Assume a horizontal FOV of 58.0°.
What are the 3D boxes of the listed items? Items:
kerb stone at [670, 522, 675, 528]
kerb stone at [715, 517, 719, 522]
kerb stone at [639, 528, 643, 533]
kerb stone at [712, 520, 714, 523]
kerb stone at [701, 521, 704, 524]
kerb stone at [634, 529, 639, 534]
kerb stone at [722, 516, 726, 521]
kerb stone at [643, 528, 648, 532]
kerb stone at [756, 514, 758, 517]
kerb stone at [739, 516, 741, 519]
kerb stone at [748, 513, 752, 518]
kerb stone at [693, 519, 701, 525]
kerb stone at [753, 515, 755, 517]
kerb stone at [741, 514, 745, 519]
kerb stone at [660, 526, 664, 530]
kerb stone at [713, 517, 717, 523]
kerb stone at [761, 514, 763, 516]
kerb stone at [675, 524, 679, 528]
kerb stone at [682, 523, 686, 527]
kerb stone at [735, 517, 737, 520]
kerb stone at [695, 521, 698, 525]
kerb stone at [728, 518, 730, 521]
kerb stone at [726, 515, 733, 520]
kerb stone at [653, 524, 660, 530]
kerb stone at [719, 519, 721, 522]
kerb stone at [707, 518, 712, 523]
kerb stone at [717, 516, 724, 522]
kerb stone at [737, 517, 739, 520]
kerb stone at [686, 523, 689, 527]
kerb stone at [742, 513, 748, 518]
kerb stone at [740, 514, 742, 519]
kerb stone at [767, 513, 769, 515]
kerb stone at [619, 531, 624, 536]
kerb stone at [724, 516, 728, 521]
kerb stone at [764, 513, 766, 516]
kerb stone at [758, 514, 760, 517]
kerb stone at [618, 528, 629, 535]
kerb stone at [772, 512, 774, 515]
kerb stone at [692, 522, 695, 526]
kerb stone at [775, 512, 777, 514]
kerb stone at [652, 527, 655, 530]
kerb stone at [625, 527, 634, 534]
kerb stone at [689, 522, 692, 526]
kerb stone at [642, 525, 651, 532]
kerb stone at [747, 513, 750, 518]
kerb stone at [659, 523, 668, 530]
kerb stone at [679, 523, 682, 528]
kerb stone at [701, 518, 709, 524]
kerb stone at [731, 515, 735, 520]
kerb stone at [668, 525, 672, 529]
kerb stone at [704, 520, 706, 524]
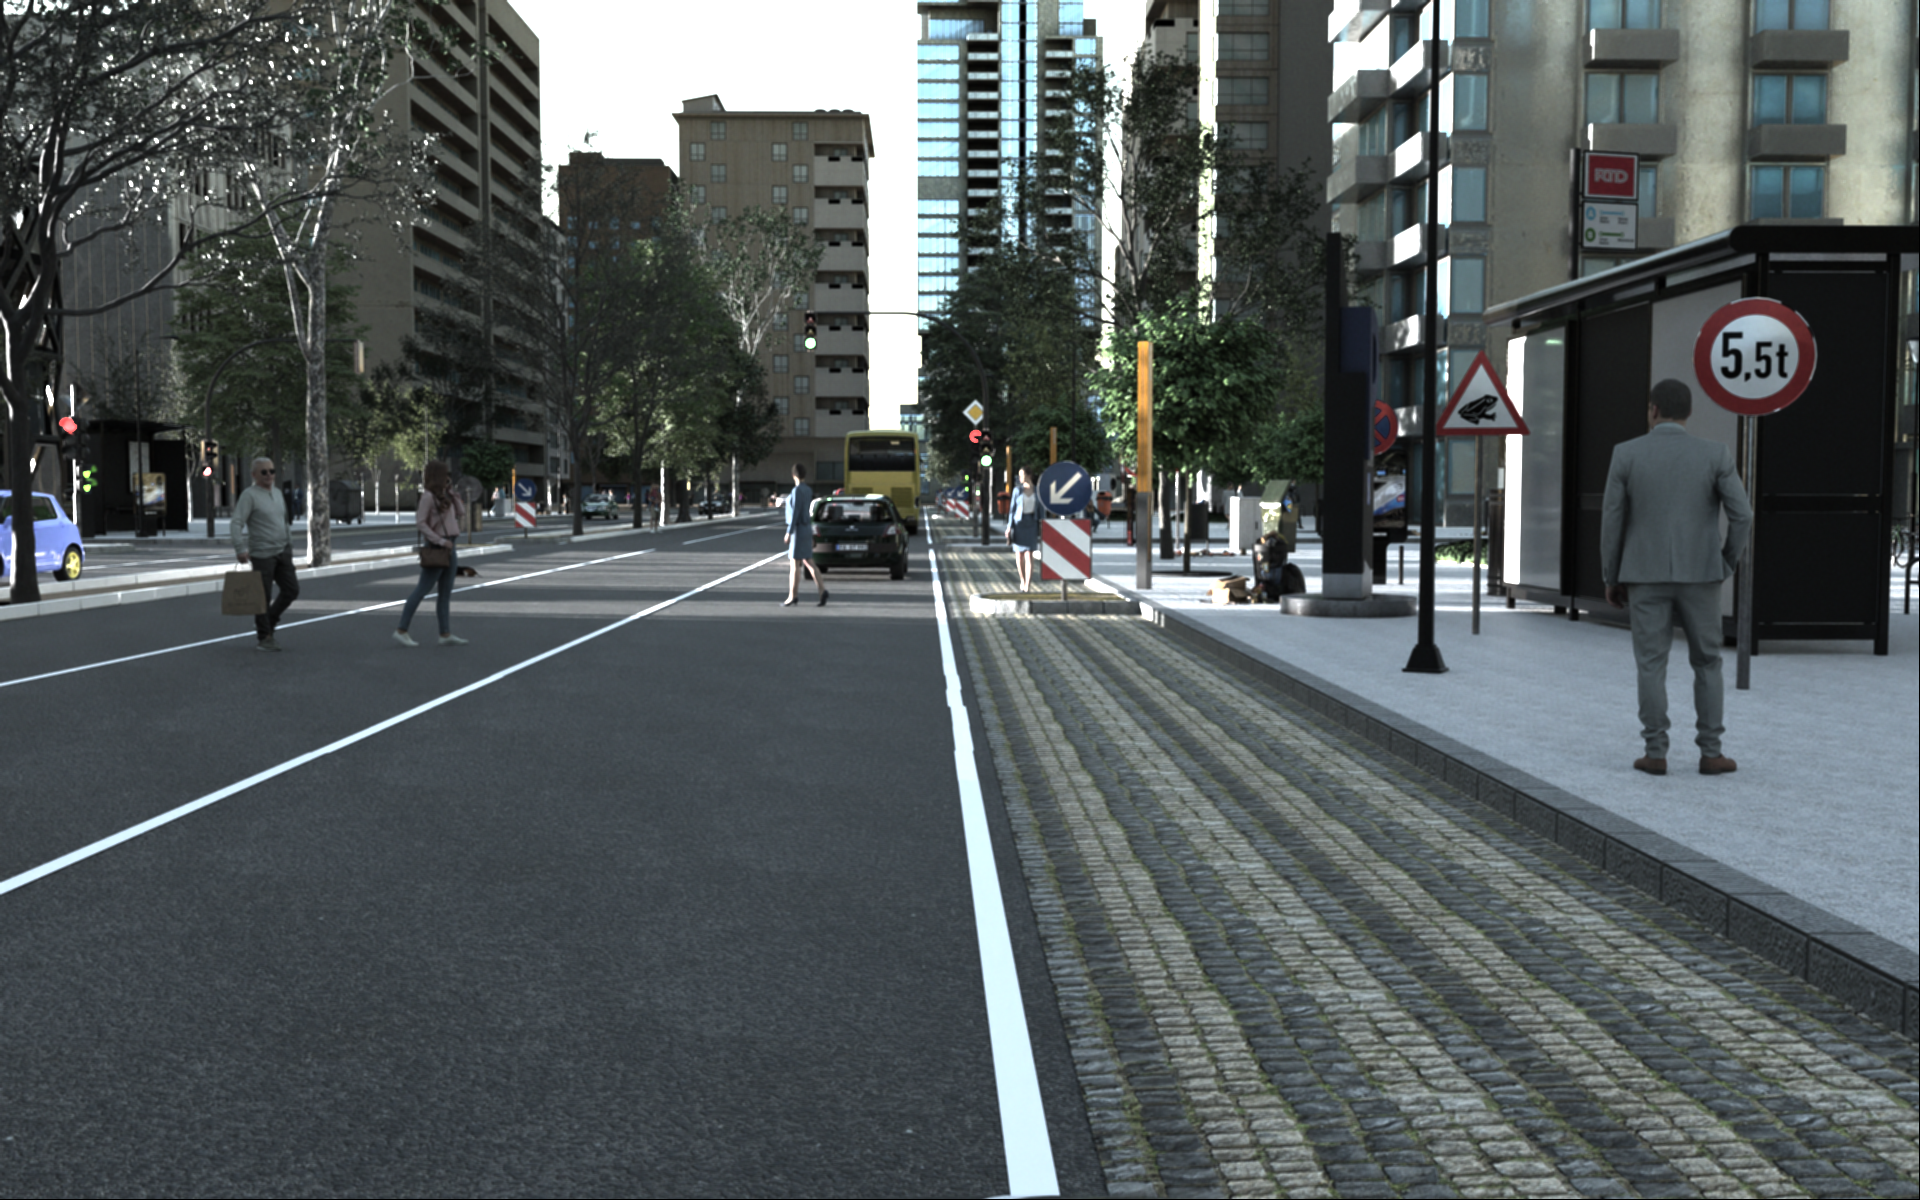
[{"bbox_3d":[-12.021,-3.024,71.690,0.120,0.150,1.000,0,4,-1],"label":"kerb stone"},{"bbox_3d":[-12.359,-3.966,87.050,0.120,0.150,1.000,0,4,-1],"label":"kerb stone"},{"bbox_3d":[-11.839,-2.525,63.478,0.120,0.150,1.000,0,4,-1],"label":"kerb stone"},{"bbox_3d":[-12.312,-3.838,85.004,0.120,0.150,1.000,0,4,-1],"label":"kerb stone"},{"bbox_3d":[-12.221,-3.591,80.911,0.120,0.150,1.000,0,4,-1],"label":"kerb stone"},{"bbox_3d":[-11.816,-2.461,62.453,0.120,0.150,1.000,0,4,-1],"label":"kerb stone"},{"bbox_3d":[-12.427,-4.153,90.117,0.120,0.150,1.000,0,4,-1],"label":"kerb stone"},{"bbox_3d":[-11.871,-2.582,64.502,0.120,0.150,1.000,0,4,-1],"label":"kerb stone"},{"bbox_3d":[-12.805,-5.219,107.558,0.120,0.150,1.000,0,4,-1],"label":"kerb stone"},{"bbox_3d":[-12.576,-4.593,97.293,0.120,0.150,1.000,0,4,-1],"label":"kerb stone"},{"bbox_3d":[-12.713,-4.968,103.454,0.120,0.150,1.000,0,4,-1],"label":"kerb stone"},{"bbox_3d":[-12.198,-3.528,79.889,0.120,0.150,1.000,0,4,-1],"label":"kerb stone"},{"bbox_3d":[-12.758,-5.087,105.508,0.120,0.150,1.000,0,4,-1],"label":"kerb stone"},{"bbox_3d":[-12.617,-4.716,99.354,0.120,0.150,1.000,0,4,-1],"label":"kerb stone"},{"bbox_3d":[-11.957,-2.839,68.611,0.120,0.150,1.000,0,4,-1],"label":"kerb stone"},{"bbox_3d":[-12.327,-3.904,86.026,0.120,0.150,1.000,0,4,-1],"label":"kerb stone"},{"bbox_3d":[-12.870,-5.409,110.624,0.120,0.150,1.000,0,4,-1],"label":"kerb stone"},{"bbox_3d":[-12.047,-3.090,72.712,0.120,0.150,1.000,0,4,-1],"label":"kerb stone"},{"bbox_3d":[-12.081,-3.215,74.767,0.120,0.150,1.000,0,4,-1],"label":"kerb stone"},{"bbox_3d":[-12.537,-4.466,95.238,0.120,0.150,1.000,0,4,-1],"label":"kerb stone"},{"bbox_3d":[-12.176,-3.465,78.863,0.120,0.150,1.000,0,4,-1],"label":"kerb stone"},{"bbox_3d":[-12.464,-4.280,92.170,0.120,0.150,1.000,0,4,-1],"label":"kerb stone"},{"bbox_3d":[-12.492,-4.342,93.192,0.120,0.150,1.000,0,4,-1],"label":"kerb stone"},{"bbox_3d":[-11.935,-2.771,67.581,0.120,0.150,1.000,0,4,-1],"label":"kerb stone"},{"bbox_3d":[-12.378,-4.029,88.072,0.120,0.150,1.000,0,4,-1],"label":"kerb stone"},{"bbox_3d":[-12.292,-3.779,83.982,0.120,0.150,1.000,0,4,-1],"label":"kerb stone"},{"bbox_3d":[-12.404,-4.090,89.094,0.120,0.150,1.000,0,4,-1],"label":"kerb stone"},{"bbox_3d":[-12.549,-4.530,96.265,0.120,0.150,1.000,0,4,-1],"label":"kerb stone"},{"bbox_3d":[-12.115,-3.275,75.791,0.120,0.150,1.000,0,4,-1],"label":"kerb stone"},{"bbox_3d":[-12.665,-4.844,101.401,0.120,0.150,1.000,0,4,-1],"label":"kerb stone"},{"bbox_3d":[-12.603,-4.656,98.321,0.120,0.150,1.000,0,4,-1],"label":"kerb stone"},{"bbox_3d":[-12.953,-5.660,114.737,0.120,0.150,1.000,0,4,-1],"label":"kerb stone"},{"bbox_3d":[-11.763,-2.274,59.378,0.120,0.150,1.000,0,4,-1],"label":"kerb stone"},{"bbox_3d":[-12.441,-4.214,91.143,0.120,0.150,1.000,0,4,-1],"label":"kerb stone"},{"bbox_3d":[-12.915,-5.531,112.681,0.120,0.150,1.000,0,4,-1],"label":"kerb stone"},{"bbox_3d":[-12.830,-5.282,108.580,0.120,0.150,1.000,0,4,-1],"label":"kerb stone"},{"bbox_3d":[-11.780,-2.335,60.407,0.120,0.150,1.000,0,4,-1],"label":"kerb stone"},{"bbox_3d":[-13.043,-5.910,118.831,0.120,0.150,1.000,0,4,-1],"label":"kerb stone"},{"bbox_3d":[-12.148,-3.400,77.837,0.120,0.150,1.000,0,4,-1],"label":"kerb stone"},{"bbox_3d":[-13.084,-6.034,120.875,0.120,0.150,1.000,0,4,-1],"label":"kerb stone"},{"bbox_3d":[-11.910,-2.713,66.555,0.120,0.150,1.000,0,4,-1],"label":"kerb stone"},{"bbox_3d":[-11.796,-2.400,61.431,0.120,0.150,1.000,0,4,-1],"label":"kerb stone"},{"bbox_3d":[-12.142,-3.341,76.814,0.120,0.150,1.000,0,4,-1],"label":"kerb stone"},{"bbox_3d":[-11.894,-2.648,65.525,0.120,0.150,1.000,0,4,-1],"label":"kerb stone"},{"bbox_3d":[-12.694,-4.907,102.432,0.120,0.150,1.000,0,4,-1],"label":"kerb stone"},{"bbox_3d":[-11.975,-2.902,69.641,0.120,0.150,1.000,0,4,-1],"label":"kerb stone"},{"bbox_3d":[-12.058,-3.148,73.737,0.120,0.150,1.000,0,4,-1],"label":"kerb stone"},{"bbox_3d":[-12.270,-3.716,82.960,0.120,0.150,1.000,0,4,-1],"label":"kerb stone"},{"bbox_3d":[-12.519,-4.405,94.216,0.120,0.150,1.000,0,4,-1],"label":"kerb stone"},{"bbox_3d":[-12.006,-2.965,70.668,0.120,0.150,1.000,0,4,-1],"label":"kerb stone"},{"bbox_3d":[-12.250,-3.649,81.938,0.120,0.150,1.000,0,4,-1],"label":"kerb stone"}]
